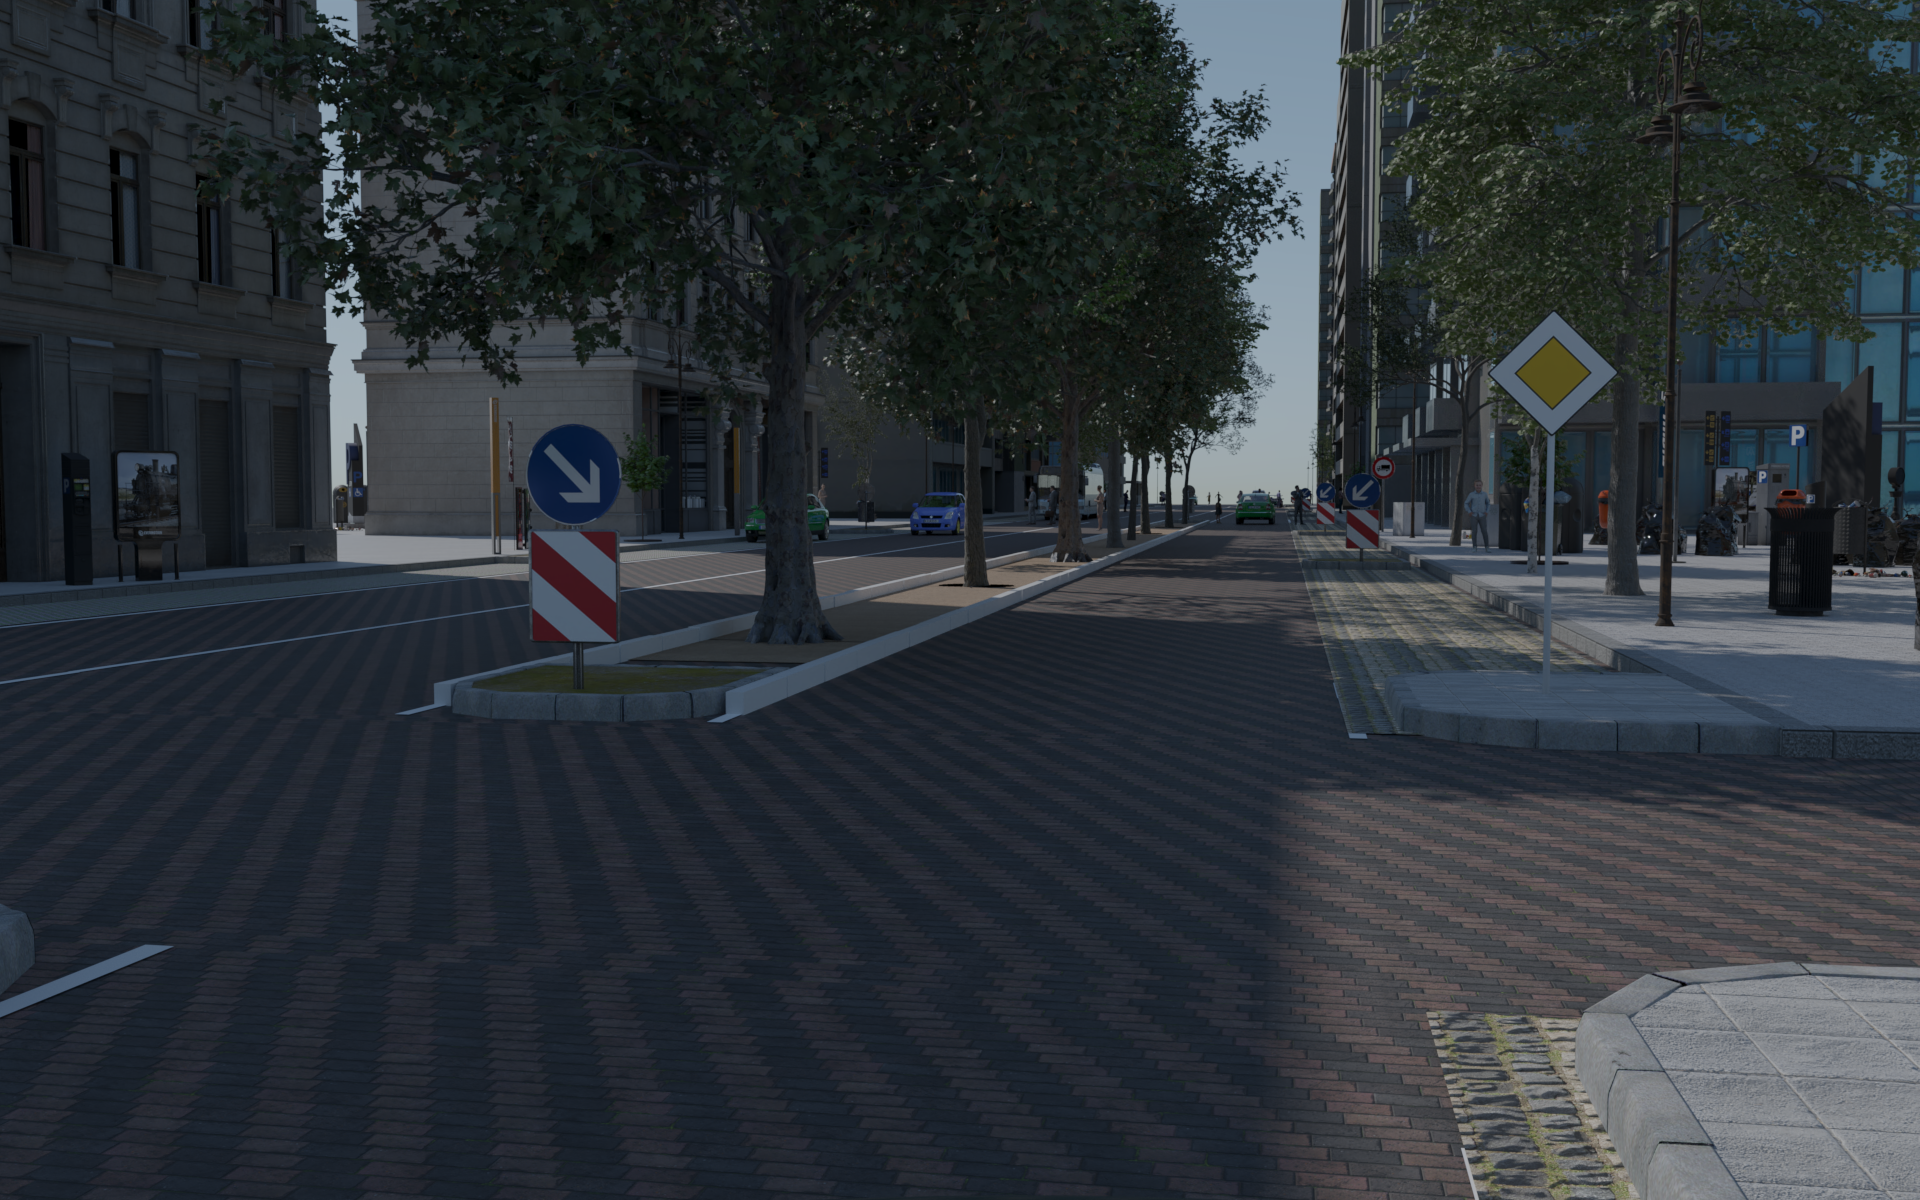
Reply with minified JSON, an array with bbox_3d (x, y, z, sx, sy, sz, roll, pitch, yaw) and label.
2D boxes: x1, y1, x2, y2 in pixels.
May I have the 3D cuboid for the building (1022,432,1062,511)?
[{"bbox_3d":[-3.348,-29.715,140.462,22.147,44.769,28.867,1,4,10],"label":"building"}]

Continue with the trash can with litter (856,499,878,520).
[{"bbox_3d":[-4.649,-4.619,86.913,0.624,1.170,1.055,3,5,40],"label":"trash can with litter"}]

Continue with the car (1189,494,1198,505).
[{"bbox_3d":[30.306,-13.377,227.506,1.959,1.807,4.718,1,4,9],"label":"car"}]

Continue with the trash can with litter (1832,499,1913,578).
[{"bbox_3d":[14.129,-0.964,26.819,1.678,1.210,2.233,-3,5,-41],"label":"trash can with litter"}]

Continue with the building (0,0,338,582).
[{"bbox_3d":[-18.123,-10.728,24.549,9.793,20.994,18.267,1,4,10],"label":"building"}]

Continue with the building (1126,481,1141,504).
[{"bbox_3d":[7.821,-32.904,229.858,32.217,40.220,23.993,1,4,10],"label":"building"}]

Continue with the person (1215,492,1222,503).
[{"bbox_3d":[32.739,-12.838,218.924,1.217,1.766,0.721,3,5,43],"label":"person"}]

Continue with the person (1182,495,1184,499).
[{"bbox_3d":[28.379,-12.936,219.870,0.599,1.838,0.709,1,4,17],"label":"person"}]

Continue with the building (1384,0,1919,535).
[{"bbox_3d":[29.314,-27.338,66.583,23.786,49.044,30.456,1,4,10],"label":"building"}]

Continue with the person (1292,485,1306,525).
[{"bbox_3d":[15.809,-4.424,80.638,0.655,1.846,0.447,-1,4,-19],"label":"person"}]

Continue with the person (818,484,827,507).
[{"bbox_3d":[-6.584,-4.693,83.115,0.374,1.781,0.599,2,4,34],"label":"person"}]

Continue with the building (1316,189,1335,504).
[{"bbox_3d":[55.223,-33.588,232.757,14.154,41.232,14.086,1,4,10],"label":"building"}]

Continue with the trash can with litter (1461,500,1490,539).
[{"bbox_3d":[15.229,-2.345,49.398,2.233,1.210,1.678,2,4,24],"label":"trash can with litter"}]

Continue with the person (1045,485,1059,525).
[{"bbox_3d":[4.335,-4.340,79.418,0.822,1.834,0.622,1,4,12],"label":"person"}]

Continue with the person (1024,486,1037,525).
[{"bbox_3d":[3.325,-4.453,81.499,0.583,1.804,0.606,1,4,9],"label":"person"}]

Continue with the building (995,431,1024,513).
[{"bbox_3d":[-3.503,-21.247,119.090,14.160,30.474,14.107,1,4,10],"label":"building"}]

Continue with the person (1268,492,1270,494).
[{"bbox_3d":[37.055,-12.124,207.672,0.436,1.711,0.756,1,4,21],"label":"person"}]

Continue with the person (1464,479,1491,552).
[{"bbox_3d":[11.393,-1.849,38.088,0.589,1.601,0.330,1,4,16],"label":"person"}]

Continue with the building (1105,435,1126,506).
[{"bbox_3d":[4.393,-21.902,203.141,27.650,21.520,28.899,1,4,10],"label":"building"}]

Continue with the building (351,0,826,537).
[{"bbox_3d":[-13.840,-12.396,53.582,10.553,20.767,40.483,1,4,10],"label":"building"}]

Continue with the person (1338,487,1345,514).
[{"bbox_3d":[24.989,-6.514,113.260,0.721,1.736,1.217,0,4,-4],"label":"person"}]

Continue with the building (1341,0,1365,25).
[{"bbox_3d":[42.859,-31.880,144.944,21.300,48.544,21.600,1,4,10],"label":"building"}]

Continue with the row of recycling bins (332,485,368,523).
[{"bbox_3d":[-25.846,-4.225,76.187,3.534,1.692,1.069,0,4,3],"label":"row of recycling bins"}]

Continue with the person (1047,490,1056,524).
[{"bbox_3d":[4.360,-4.536,82.860,0.583,1.804,0.606,-2,4,-31],"label":"person"}]

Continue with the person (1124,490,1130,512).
[{"bbox_3d":[13.330,-7.915,138.365,0.568,1.767,0.683,-2,4,-32],"label":"person"}]

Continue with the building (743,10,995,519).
[{"bbox_3d":[-10.162,-29.209,101.263,21.300,48.544,21.600,1,4,10],"label":"building"}]

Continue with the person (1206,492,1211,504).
[{"bbox_3d":[34.751,-14.243,242.096,0.721,1.736,1.217,-1,4,-17],"label":"person"}]

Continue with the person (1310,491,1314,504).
[{"bbox_3d":[45.941,-13.437,226.557,0.721,1.723,1.217,-1,4,-17],"label":"person"}]

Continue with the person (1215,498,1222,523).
[{"bbox_3d":[12.644,-4.371,84.636,0.373,1.253,0.362,-3,5,-42],"label":"person"}]

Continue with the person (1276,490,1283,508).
[{"bbox_3d":[32.915,-10.388,178.219,0.599,1.838,0.709,-2,4,-33],"label":"person"}]

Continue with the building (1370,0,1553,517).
[{"bbox_3d":[30.926,-25.422,99.245,14.154,41.232,14.086,1,4,10],"label":"building"}]

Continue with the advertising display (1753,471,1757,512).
[{"bbox_3d":[22.282,-2.639,48.354,0.974,1.923,0.123,-1,4,-15],"label":"advertising display"}]

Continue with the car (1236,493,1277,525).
[{"bbox_3d":[14.186,-4.537,82.976,1.959,1.807,4.718,1,4,12],"label":"car"}]

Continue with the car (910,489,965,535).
[{"bbox_3d":[-0.650,-3.162,61.297,1.945,1.707,3.694,1,4,11],"label":"car"}]

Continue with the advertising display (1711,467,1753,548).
[{"bbox_3d":[18.247,-2.192,41.052,0.974,1.923,0.123,-1,4,-15],"label":"advertising display"}]

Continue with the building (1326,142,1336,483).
[{"bbox_3d":[56.156,-34.006,210.616,22.147,44.769,28.867,1,4,10],"label":"building"}]

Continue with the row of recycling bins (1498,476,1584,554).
[{"bbox_3d":[13.039,-1.953,39.040,1.069,1.692,3.534,0,4,-2],"label":"row of recycling bins"}]

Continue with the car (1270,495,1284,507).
[{"bbox_3d":[34.349,-10.786,188.934,1.945,1.354,3.894,1,4,12],"label":"car"}]

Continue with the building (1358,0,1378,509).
[{"bbox_3d":[38.710,-35.341,119.832,21.231,58.520,28.212,1,4,10],"label":"building"}]

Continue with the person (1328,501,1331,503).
[{"bbox_3d":[38.738,-10.715,181.967,0.721,1.736,1.217,0,4,-3],"label":"person"}]

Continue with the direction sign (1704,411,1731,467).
[{"bbox_3d":[20.637,-3.380,47.254,0.876,3.537,0.379,-1,4,-21],"label":"direction sign"}]

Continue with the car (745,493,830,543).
[{"bbox_3d":[-5.173,-2.652,52.158,1.959,1.807,4.718,1,4,9],"label":"car"}]

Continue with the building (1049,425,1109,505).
[{"bbox_3d":[7.900,-32.366,179.289,14.600,45.320,14.200,1,4,10],"label":"building"}]

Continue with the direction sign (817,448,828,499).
[{"bbox_3d":[-6.862,-5.652,84.404,0.876,3.537,0.379,-1,4,-14],"label":"direction sign"}]

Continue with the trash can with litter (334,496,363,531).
[{"bbox_3d":[-21.765,-3.080,61.409,1.678,1.210,2.233,0,4,-1],"label":"trash can with litter"}]

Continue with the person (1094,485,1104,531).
[{"bbox_3d":[5.442,-3.608,67.837,0.374,1.781,0.599,1,4,15],"label":"person"}]

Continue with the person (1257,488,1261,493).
[{"bbox_3d":[21.920,-7.220,126.415,0.599,1.838,0.709,3,5,42],"label":"person"}]

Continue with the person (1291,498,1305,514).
[{"bbox_3d":[23.059,-6.660,118.101,0.721,1.735,1.217,-3,5,-41],"label":"person"}]

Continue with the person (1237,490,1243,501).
[{"bbox_3d":[22.649,-7.998,139.939,0.621,1.740,0.551,3,5,44],"label":"person"}]

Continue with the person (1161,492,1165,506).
[{"bbox_3d":[24.073,-11.927,204.447,0.756,1.711,0.436,1,4,14],"label":"person"}]

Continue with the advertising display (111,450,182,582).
[{"bbox_3d":[-11.978,-1.242,25.525,0.123,1.923,0.974,3,4,37],"label":"advertising display"}]

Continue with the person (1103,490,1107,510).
[{"bbox_3d":[12.613,-8.694,150.633,0.705,1.826,1.348,1,4,13],"label":"person"}]
